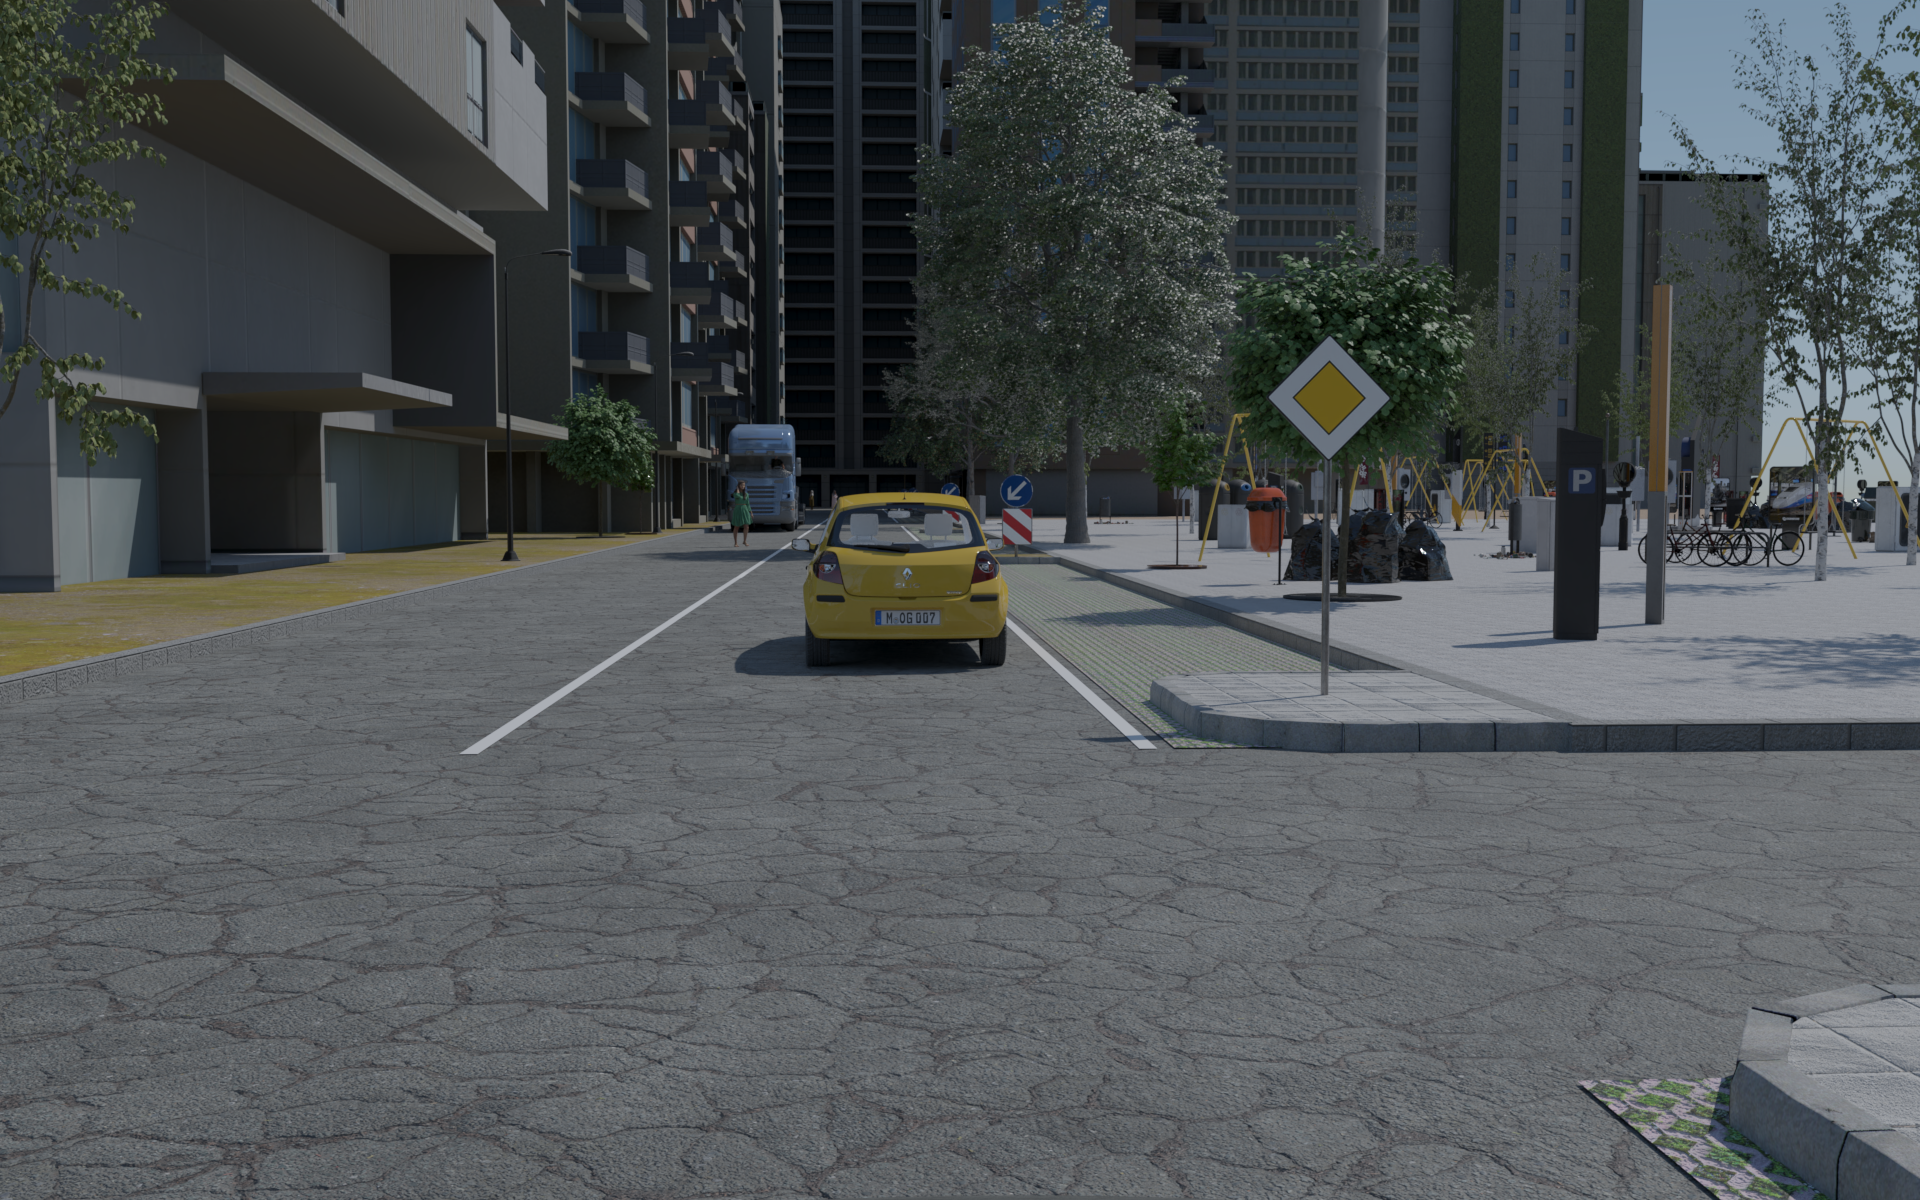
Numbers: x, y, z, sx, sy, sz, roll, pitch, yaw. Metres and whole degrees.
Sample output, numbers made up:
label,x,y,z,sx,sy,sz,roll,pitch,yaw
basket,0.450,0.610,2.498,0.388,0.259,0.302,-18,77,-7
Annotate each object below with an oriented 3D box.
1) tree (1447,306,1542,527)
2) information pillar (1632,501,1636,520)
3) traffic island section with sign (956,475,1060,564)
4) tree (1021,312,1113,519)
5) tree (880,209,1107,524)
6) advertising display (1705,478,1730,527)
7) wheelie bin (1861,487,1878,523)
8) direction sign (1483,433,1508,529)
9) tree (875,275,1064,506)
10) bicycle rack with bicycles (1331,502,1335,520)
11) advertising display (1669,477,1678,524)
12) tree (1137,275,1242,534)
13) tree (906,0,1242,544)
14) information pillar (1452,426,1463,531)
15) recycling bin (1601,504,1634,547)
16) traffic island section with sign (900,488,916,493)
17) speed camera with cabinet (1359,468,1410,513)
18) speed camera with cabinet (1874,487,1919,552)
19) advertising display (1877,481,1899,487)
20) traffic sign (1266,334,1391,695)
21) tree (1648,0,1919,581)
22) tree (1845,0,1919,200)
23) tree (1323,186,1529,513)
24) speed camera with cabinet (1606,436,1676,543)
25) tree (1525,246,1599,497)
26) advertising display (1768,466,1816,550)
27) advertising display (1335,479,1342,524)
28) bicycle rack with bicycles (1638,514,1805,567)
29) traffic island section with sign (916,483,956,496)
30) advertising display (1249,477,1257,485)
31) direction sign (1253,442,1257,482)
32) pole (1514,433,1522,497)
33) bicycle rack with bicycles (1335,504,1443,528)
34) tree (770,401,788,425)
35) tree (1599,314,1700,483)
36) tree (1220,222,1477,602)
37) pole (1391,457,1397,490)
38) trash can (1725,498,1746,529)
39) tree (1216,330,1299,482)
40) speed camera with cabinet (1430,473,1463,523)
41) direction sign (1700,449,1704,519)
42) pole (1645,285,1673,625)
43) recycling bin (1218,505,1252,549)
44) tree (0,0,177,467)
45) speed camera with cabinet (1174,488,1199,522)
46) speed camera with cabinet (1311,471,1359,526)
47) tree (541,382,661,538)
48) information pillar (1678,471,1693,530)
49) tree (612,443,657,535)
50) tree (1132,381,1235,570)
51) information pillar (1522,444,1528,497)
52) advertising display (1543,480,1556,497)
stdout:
label,x,y,z,sx,sy,sz,roll,pitch,yaw
tree,20.517,-7.134,67.009,4.737,8.622,4.395,0,3,0
information pillar,32.998,-4.926,85.027,0.304,2.012,0.304,0,4,3
traffic island section with sign,1.006,-1.671,35.949,1.989,1.847,2.006,0,4,-3
tree,4.350,-6.911,63.359,4.737,8.622,4.395,0,3,0
tree,2.210,-9.972,73.411,12.009,13.543,11.850,0,3,0
advertising display,29.478,-3.804,67.413,0.974,1.923,0.123,0,4,-7
wheelie bin,40.850,-4.259,77.537,0.980,1.594,0.693,3,5,39
direction sign,19.745,-4.399,63.913,0.876,3.537,0.379,0,3,0
tree,0.428,-10.412,87.247,9.611,12.733,9.660,0,3,0
bicycle rack with bicycles,19.299,-4.416,85.578,2.852,0.926,2.925,1,4,18
advertising display,25.881,-3.580,63.753,0.974,1.923,0.123,0,4,8
tree,7.379,-6.443,55.713,4.360,8.622,3.978,0,3,0
tree,3.075,-8.443,44.693,9.857,13.997,8.962,0,3,0
information pillar,17.222,-4.196,59.959,0.183,3.616,0.504,-1,4,-16
recycling bin,16.179,-1.841,42.662,0.722,1.027,0.722,2,4,24
traffic island section with sign,-4.630,-8.032,139.947,1.989,1.847,2.006,0,4,-3
speed camera with cabinet,15.068,-4.082,61.077,2.038,3.252,0.660,-3,5,-41
speed camera with cabinet,21.477,-2.710,38.650,2.038,3.252,0.660,-1,4,-18
advertising display,45.057,-4.827,84.142,0.123,1.923,0.974,-2,4,-32
traffic sign,2.325,-0.450,10.996,0.795,2.450,0.064,0,4,-3
tree,12.506,-4.589,25.395,4.360,8.622,3.978,0,3,0
tree,10.568,-3.993,15.641,4.737,8.622,4.395,0,3,0
tree,10.450,-5.568,41.392,4.360,8.622,3.978,0,3,0
speed camera with cabinet,17.642,-3.120,45.354,2.038,3.252,0.660,1,4,21
tree,16.648,-6.178,51.374,4.360,8.622,3.978,0,3,0
advertising display,19.176,-2.124,39.937,0.974,1.923,0.123,3,5,40
advertising display,16.434,-4.232,74.406,0.123,1.923,0.974,3,5,43
bicycle rack with bicycles,13.638,-1.092,31.231,2.925,0.926,2.852,1,4,14
traffic island section with sign,-0.490,-3.353,63.456,1.989,1.847,2.006,0,4,-3
advertising display,10.911,-3.628,64.527,0.123,1.923,0.974,1,4,19
direction sign,10.399,-4.228,61.128,0.379,3.537,0.876,1,4,17
pole,18.639,-3.917,57.892,0.158,3.312,0.155,0,3,0
bicycle rack with bicycles,16.250,-3.158,65.019,2.852,0.926,2.925,-2,4,-29
tree,-15.270,-11.194,133.379,4.360,8.622,3.978,0,3,0
tree,28.787,-7.417,71.636,4.737,8.622,4.395,0,3,0
tree,4.644,-2.284,21.056,4.285,4.588,4.351,0,3,0
pole,13.091,-3.572,52.238,0.158,3.312,0.155,0,3,0
trash can,28.588,-3.194,63.871,0.748,1.137,0.748,0,3,0
tree,12.802,-7.565,74.049,4.737,8.622,4.395,0,3,0
speed camera with cabinet,21.363,-4.997,76.044,0.660,3.252,2.038,-1,4,-10
direction sign,37.467,-5.854,87.717,0.379,3.537,0.876,0,4,5
pole,6.871,-1.418,17.027,0.158,3.312,0.155,0,3,0
recycling bin,6.557,-1.741,41.018,0.722,1.027,0.722,2,4,29
tree,-8.633,-3.946,14.884,4.737,8.622,4.395,0,3,0
speed camera with cabinet,10.830,-5.261,80.357,2.038,3.252,0.660,-3,4,-39
speed camera with cabinet,15.168,-4.601,69.554,2.038,3.252,0.660,1,4,17
tree,-10.537,-4.105,50.826,4.285,4.588,4.351,0,3,0
information pillar,23.505,-3.159,56.148,0.304,2.012,0.304,-1,4,-8
tree,-10.098,-3.694,54.994,1.663,3.219,1.824,0,3,0
tree,3.741,-2.145,29.665,1.663,3.219,1.824,0,3,0
information pillar,26.134,-5.429,80.123,0.183,3.616,0.504,0,4,-1
advertising display,28.104,-4.700,82.060,0.974,1.923,0.123,0,4,3
